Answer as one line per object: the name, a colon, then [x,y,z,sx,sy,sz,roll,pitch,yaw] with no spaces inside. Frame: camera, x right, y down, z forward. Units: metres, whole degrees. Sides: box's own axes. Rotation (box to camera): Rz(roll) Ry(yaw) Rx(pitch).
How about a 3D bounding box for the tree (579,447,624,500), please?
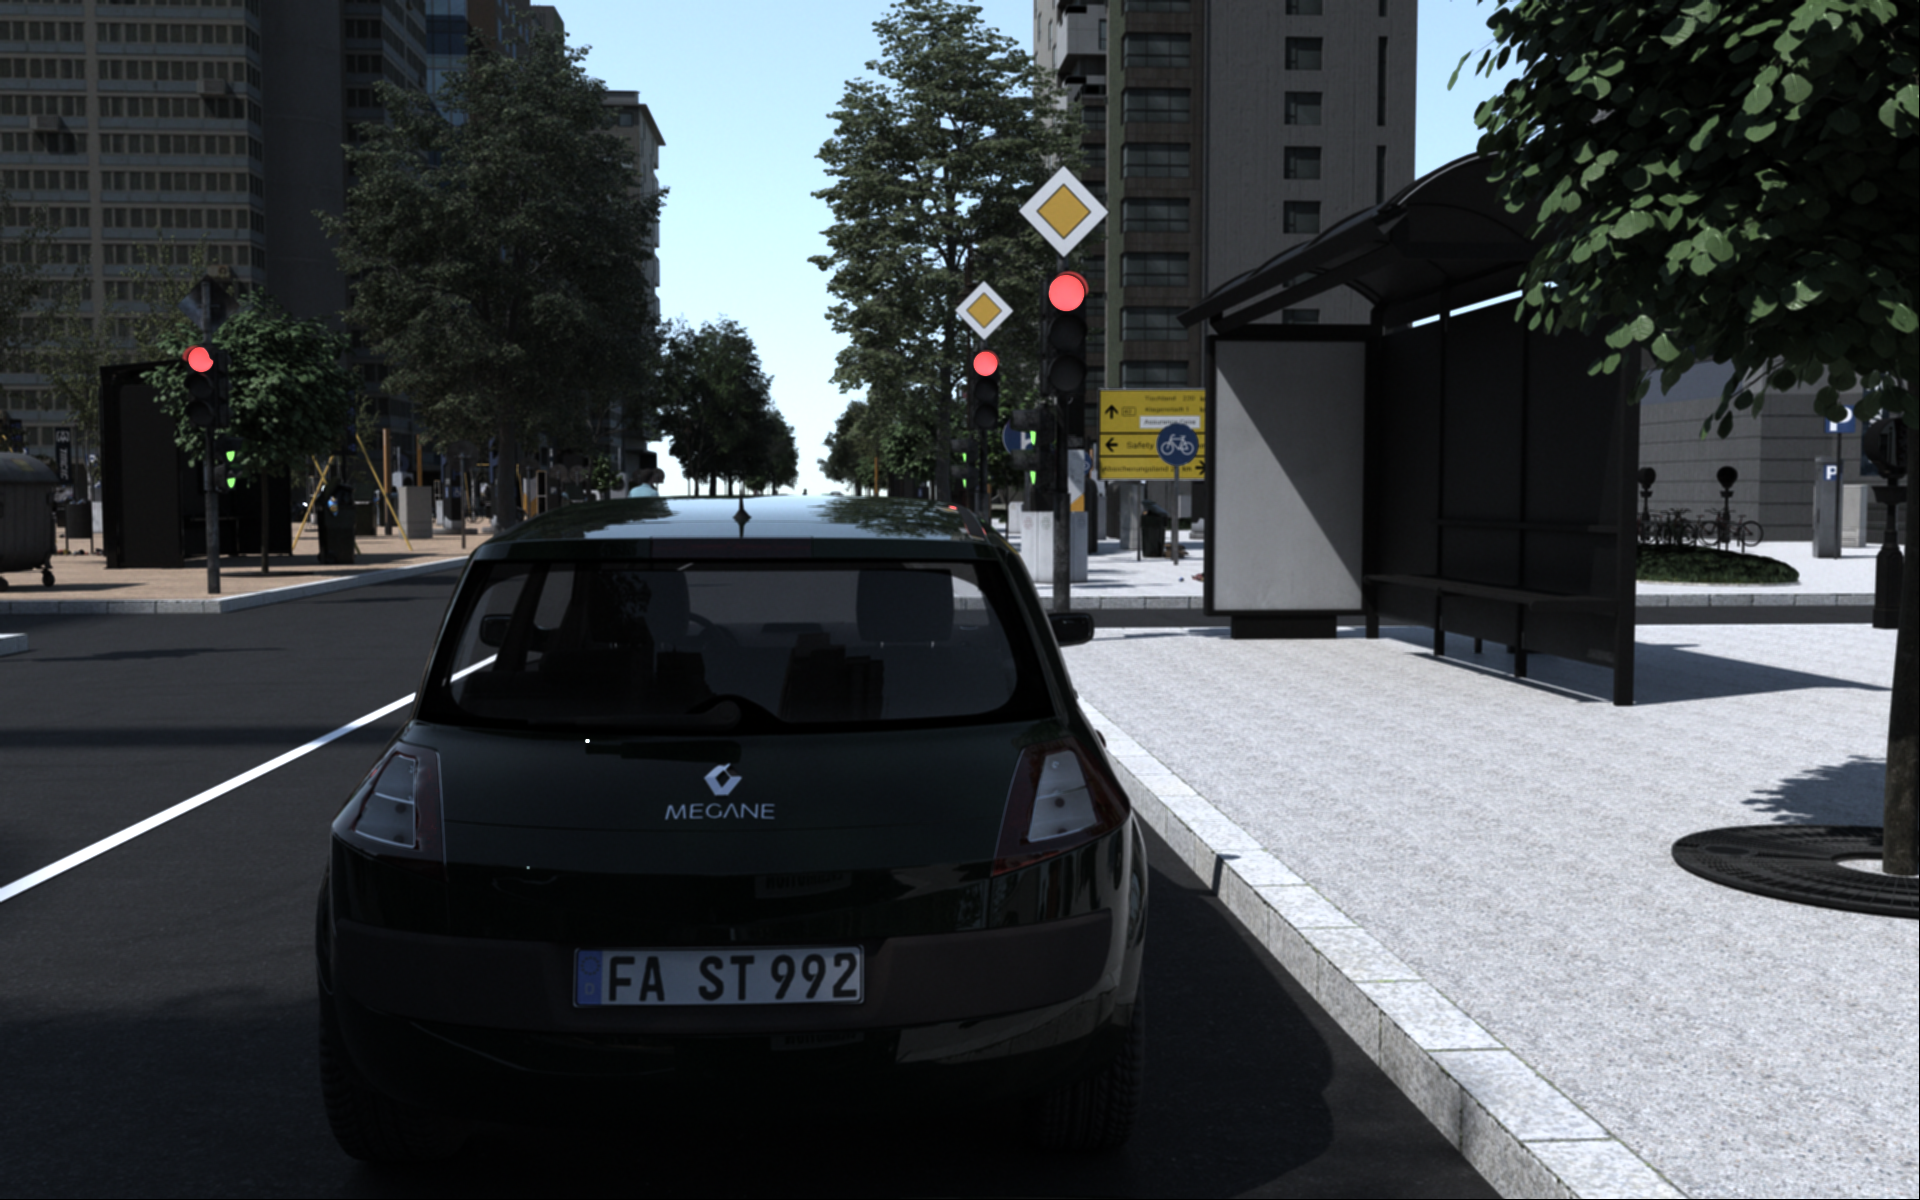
tree: [-14.677,-4.711,71.622,1.663,3.219,1.824,0,3,0]

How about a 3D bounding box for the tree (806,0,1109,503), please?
tree: [-0.125,-7.436,39.710,7.486,12.596,7.792,0,3,0]

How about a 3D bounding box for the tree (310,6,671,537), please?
tree: [-12.463,-8.595,47.179,9.857,13.997,8.962,0,3,0]

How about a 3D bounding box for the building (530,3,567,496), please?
building: [-39.981,-27.937,140.358,14.154,41.232,14.086,0,4,-4]

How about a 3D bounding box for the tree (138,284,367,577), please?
tree: [-11.052,-2.661,27.218,4.285,4.588,4.351,0,3,0]

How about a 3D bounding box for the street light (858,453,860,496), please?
street light: [-9.909,-12.279,173.553,0.468,5.910,1.993,0,4,-4]

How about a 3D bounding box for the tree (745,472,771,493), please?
tree: [-22.560,-12.744,192.082,4.285,4.588,4.351,0,3,0]

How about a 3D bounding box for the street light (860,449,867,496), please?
street light: [-7.594,-10.238,140.180,0.468,5.910,1.993,0,4,-4]

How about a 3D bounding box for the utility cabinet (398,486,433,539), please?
utility cabinet: [-15.476,-2.478,49.194,0.318,1.500,1.173,1,4,18]

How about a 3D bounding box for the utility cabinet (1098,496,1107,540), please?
utility cabinet: [3.676,-2.267,48.229,0.306,1.237,1.020,3,5,39]

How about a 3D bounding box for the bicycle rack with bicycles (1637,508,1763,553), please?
bicycle rack with bicycles: [16.127,-1.530,38.390,2.852,0.926,2.925,1,4,14]

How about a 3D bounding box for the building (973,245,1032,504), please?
building: [14.550,-33.897,246.101,32.217,40.220,23.993,0,4,-4]

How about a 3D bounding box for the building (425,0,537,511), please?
building: [-39.298,-29.114,126.130,14.600,45.320,14.200,0,4,-4]

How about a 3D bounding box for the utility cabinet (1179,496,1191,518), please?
utility cabinet: [9.761,-3.907,75.041,1.020,1.237,0.306,-3,5,-43]

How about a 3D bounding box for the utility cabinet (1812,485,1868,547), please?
utility cabinet: [21.178,-2.020,41.700,0.318,1.500,1.173,-2,4,-31]

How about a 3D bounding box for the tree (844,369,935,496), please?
tree: [-3.122,-8.410,87.867,4.360,8.622,3.978,0,3,0]

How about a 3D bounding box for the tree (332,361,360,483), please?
tree: [-26.773,-7.151,67.284,4.737,8.622,4.395,0,3,0]

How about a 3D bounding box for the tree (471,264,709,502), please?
tree: [-13.934,-7.975,64.811,8.767,10.594,7.601,-2,4,-31]

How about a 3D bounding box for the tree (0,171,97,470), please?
tree: [-18.072,-4.942,31.159,4.360,8.622,3.978,0,3,0]

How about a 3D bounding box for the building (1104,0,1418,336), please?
building: [14.162,-19.346,88.012,14.160,30.474,14.107,0,4,-4]

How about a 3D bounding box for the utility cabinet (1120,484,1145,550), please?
utility cabinet: [3.982,-1.914,39.981,0.318,1.500,1.173,0,4,-8]

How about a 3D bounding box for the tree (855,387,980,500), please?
tree: [-0.815,-4.048,49.895,4.285,4.588,4.351,0,3,0]

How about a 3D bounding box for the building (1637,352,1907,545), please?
building: [35.150,-31.093,50.364,28.212,58.520,21.231,0,4,-4]

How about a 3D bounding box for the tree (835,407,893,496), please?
tree: [-9.780,-15.143,182.007,7.601,10.594,8.767,-3,4,-36]

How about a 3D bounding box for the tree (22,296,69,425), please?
tree: [-30.082,-6.721,60.256,4.737,8.622,4.395,0,3,0]

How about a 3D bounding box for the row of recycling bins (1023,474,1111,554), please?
row of recycling bins: [2.210,-1.823,36.921,1.069,1.692,3.534,1,4,19]

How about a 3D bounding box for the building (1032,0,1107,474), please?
building: [20.932,-34.105,146.851,28.713,52.752,27.495,0,4,-4]

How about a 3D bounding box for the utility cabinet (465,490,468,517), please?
utility cabinet: [-27.581,-5.318,95.635,0.318,1.500,1.173,-3,5,-40]

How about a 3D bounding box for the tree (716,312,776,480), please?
tree: [-17.653,-13.247,123.247,9.857,13.997,8.962,0,3,0]

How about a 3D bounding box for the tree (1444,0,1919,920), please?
tree: [3.118,-1.343,5.666,4.285,4.588,4.351,0,3,0]

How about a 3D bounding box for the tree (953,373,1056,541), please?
tree: [0.719,-2.041,27.966,1.663,3.219,1.824,0,3,0]

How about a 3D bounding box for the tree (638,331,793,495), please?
tree: [-17.088,-11.360,111.489,9.928,11.665,9.643,0,3,0]

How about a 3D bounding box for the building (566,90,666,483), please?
building: [-54.401,-39.191,230.015,28.713,52.752,27.495,0,4,-4]

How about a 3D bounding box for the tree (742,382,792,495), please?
tree: [-21.731,-16.057,172.899,12.009,13.543,11.850,0,3,0]

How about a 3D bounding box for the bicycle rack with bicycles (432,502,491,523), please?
bicycle rack with bicycles: [-22.079,-3.834,76.068,2.925,0.926,2.852,-3,5,-40]

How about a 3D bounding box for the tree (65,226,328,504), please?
tree: [-21.196,-5.989,48.275,4.737,8.622,4.395,0,3,0]

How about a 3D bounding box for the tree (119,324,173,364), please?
tree: [-34.909,-7.567,74.090,4.360,8.622,3.978,0,3,0]

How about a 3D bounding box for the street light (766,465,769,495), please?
street light: [-23.784,-14.804,214.835,0.468,5.910,1.993,0,4,-4]

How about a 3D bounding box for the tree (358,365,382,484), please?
tree: [-32.845,-8.676,92.217,4.737,8.622,4.395,0,3,0]

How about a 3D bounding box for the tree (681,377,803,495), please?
tree: [-20.536,-14.490,153.919,9.611,12.733,9.660,0,3,0]

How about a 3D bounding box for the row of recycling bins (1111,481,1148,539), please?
row of recycling bins: [4.826,-2.673,50.822,1.069,1.692,3.534,0,4,-2]

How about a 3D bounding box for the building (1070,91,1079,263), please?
building: [14.805,-21.676,126.099,14.160,30.474,14.107,0,4,-4]

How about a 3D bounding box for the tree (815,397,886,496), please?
tree: [-12.037,-17.631,205.269,9.611,12.733,9.660,0,3,0]

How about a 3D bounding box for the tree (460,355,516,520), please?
tree: [-23.632,-8.222,84.796,4.360,8.622,3.978,0,3,0]

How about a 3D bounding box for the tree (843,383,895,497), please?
tree: [-4.478,-9.327,102.851,4.737,8.622,4.395,0,3,0]

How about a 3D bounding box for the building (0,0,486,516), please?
building: [-46.514,-25.362,106.553,32.217,40.220,23.993,0,4,-4]

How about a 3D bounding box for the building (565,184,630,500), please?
building: [-53.077,-31.311,203.820,32.217,40.220,23.993,0,4,-4]
